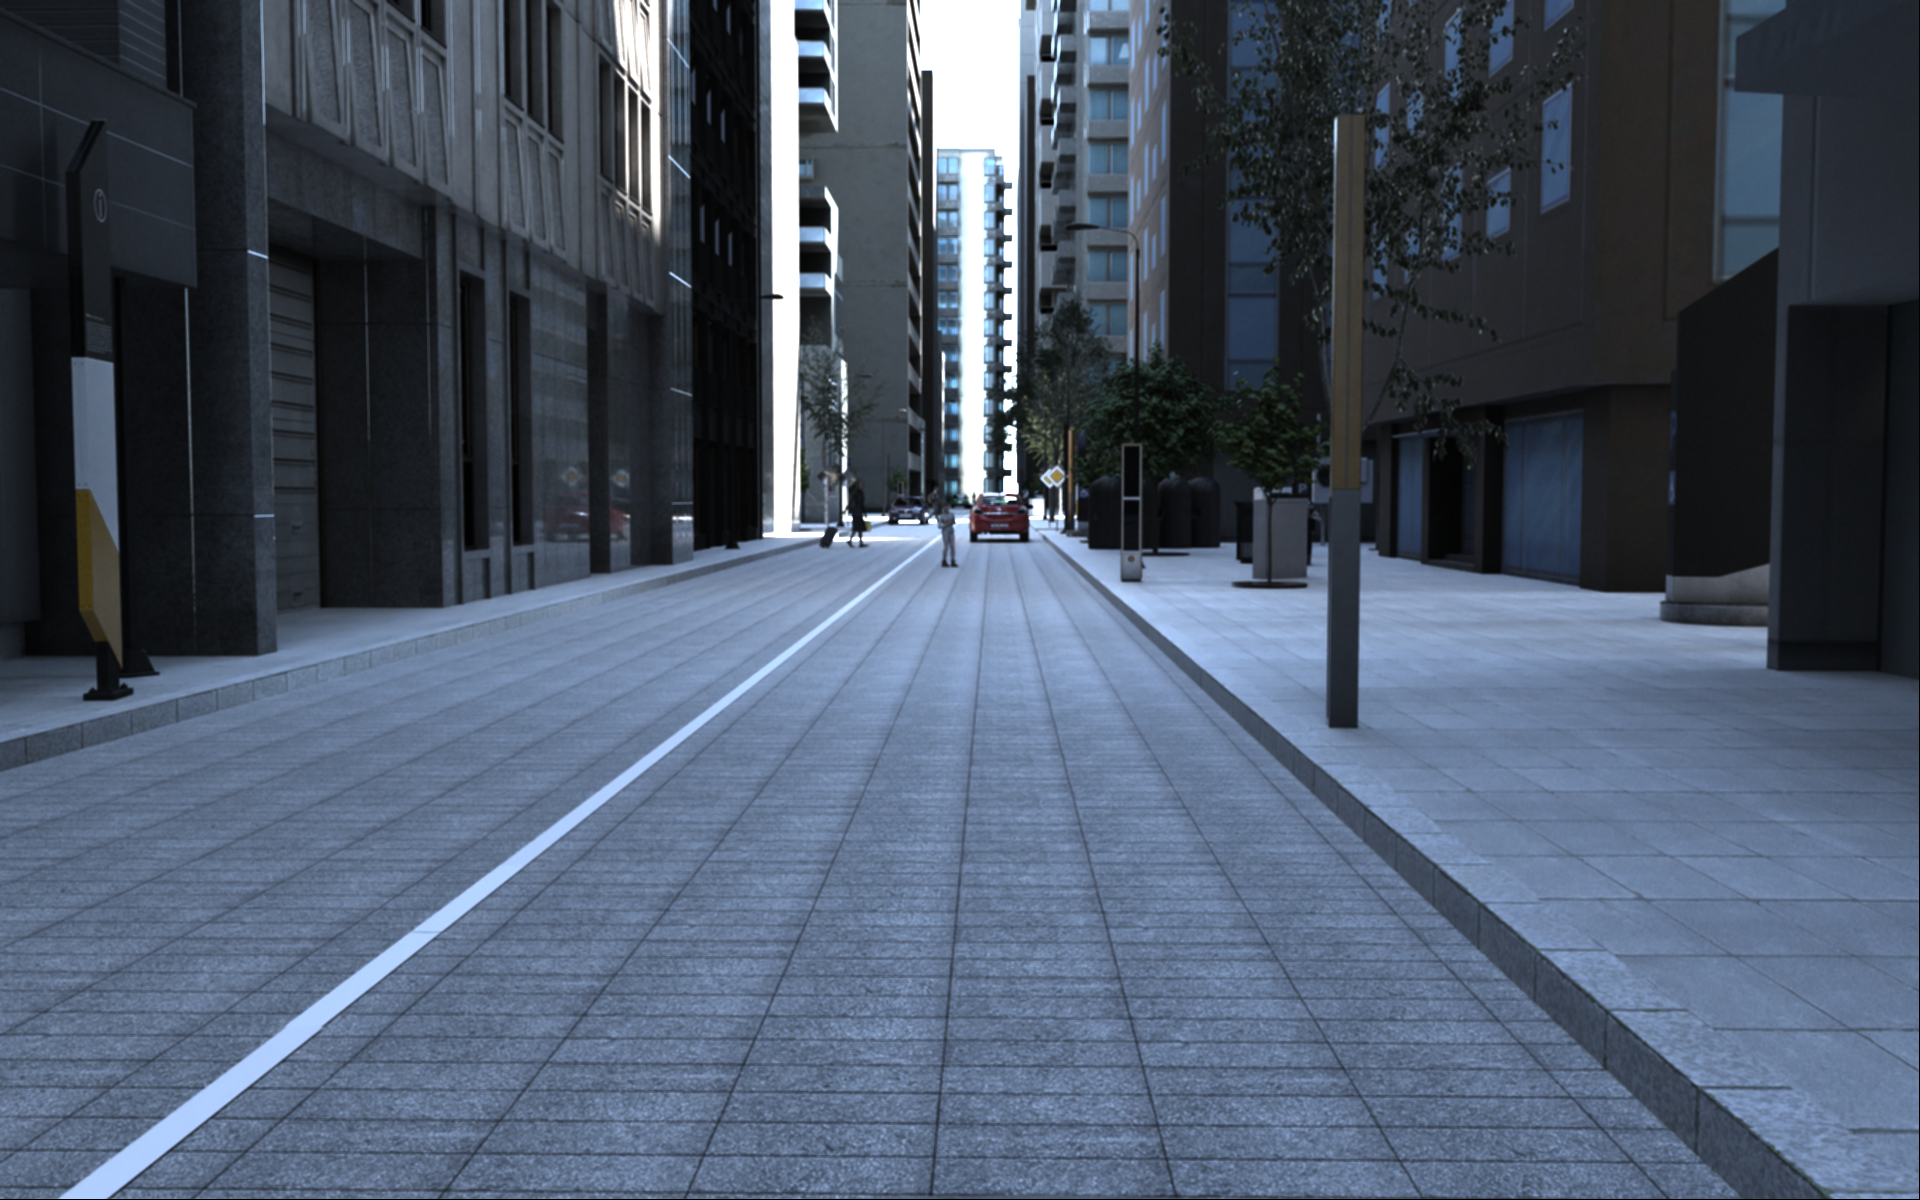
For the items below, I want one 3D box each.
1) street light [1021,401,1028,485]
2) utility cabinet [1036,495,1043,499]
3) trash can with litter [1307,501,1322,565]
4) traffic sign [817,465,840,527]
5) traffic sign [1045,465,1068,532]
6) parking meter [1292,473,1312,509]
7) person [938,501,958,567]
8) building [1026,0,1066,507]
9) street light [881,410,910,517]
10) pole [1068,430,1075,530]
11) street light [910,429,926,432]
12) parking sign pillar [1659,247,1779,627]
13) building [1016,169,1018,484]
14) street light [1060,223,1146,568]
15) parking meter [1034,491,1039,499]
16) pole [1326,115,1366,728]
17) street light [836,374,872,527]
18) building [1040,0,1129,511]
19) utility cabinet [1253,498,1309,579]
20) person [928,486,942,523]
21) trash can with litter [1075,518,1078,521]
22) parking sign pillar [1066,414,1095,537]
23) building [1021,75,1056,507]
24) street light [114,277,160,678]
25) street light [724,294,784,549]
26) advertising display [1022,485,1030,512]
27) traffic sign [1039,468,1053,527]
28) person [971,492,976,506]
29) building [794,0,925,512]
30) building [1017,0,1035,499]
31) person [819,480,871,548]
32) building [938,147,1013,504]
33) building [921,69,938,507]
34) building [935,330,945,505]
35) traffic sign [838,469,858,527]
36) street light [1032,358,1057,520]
[{"bbox_3d":[3.704,-6.946,86.104,1.470,5.913,1.316,0,4,1],"label":"street light"},{"bbox_3d":[5.124,-6.118,111.195,0.306,1.237,1.020,0,4,-6],"label":"utility cabinet"},{"bbox_3d":[5.899,-1.203,31.064,1.055,1.170,0.624,-1,4,-22],"label":"trash can with litter"},{"bbox_3d":[-4.523,-3.415,59.474,0.795,2.450,0.064,0,4,1],"label":"traffic sign"},{"bbox_3d":[3.319,-3.404,59.296,0.795,2.450,0.064,0,4,1],"label":"traffic sign"},{"bbox_3d":[7.013,-1.826,35.567,0.399,1.863,0.255,1,4,10],"label":"parking meter"},{"bbox_3d":[-0.214,-1.300,34.039,0.394,1.301,0.425,3,5,41],"label":"person"},{"bbox_3d":[20.641,-34.961,160.857,28.713,52.752,27.495,0,4,1],"label":"building"},{"bbox_3d":[-3.658,-7.524,95.564,1.470,5.913,1.316,0,4,1],"label":"street light"},{"bbox_3d":[3.539,-3.741,55.007,0.158,3.312,0.155,0,3,0],"label":"pole"},{"bbox_3d":[-3.089,-9.220,123.293,1.470,5.913,1.316,0,4,1],"label":"street light"},{"bbox_3d":[7.828,-1.765,17.336,1.447,3.967,1.447,1,4,12],"label":"parking sign pillar"},{"bbox_3d":[14.675,-35.584,231.914,14.200,45.320,14.600,0,4,1],"label":"building"},{"bbox_3d":[2.499,-3.502,29.804,1.470,5.913,1.316,0,4,1],"label":"street light"},{"bbox_3d":[5.917,-7.655,133.568,0.372,1.533,0.369,0,3,0],"label":"parking meter"},{"bbox_3d":[2.110,-0.956,9.472,0.158,3.312,0.155,0,3,0],"label":"pole"},{"bbox_3d":[-4.108,-5.799,67.355,1.470,5.913,1.316,0,4,1],"label":"street light"},{"bbox_3d":[18.044,-30.986,126.236,23.786,49.044,30.456,0,4,1],"label":"building"},{"bbox_3d":[4.883,-0.934,26.429,1.020,1.237,0.306,-3,5,-42],"label":"utility cabinet"},{"bbox_3d":[-1.287,-4.798,86.912,0.822,1.834,0.622,0,4,-2],"label":"person"},{"bbox_3d":[6.105,-4.406,83.089,1.678,1.210,2.233,-2,4,-31],"label":"trash can with litter"},{"bbox_3d":[3.929,-3.902,52.272,1.447,3.967,1.447,1,4,20],"label":"parking sign pillar"},{"bbox_3d":[13.816,-32.551,182.323,14.600,45.320,14.200,0,4,1],"label":"building"},{"bbox_3d":[-5.319,-2.416,12.045,1.470,5.913,1.316,0,4,1],"label":"street light"},{"bbox_3d":[-4.790,-4.148,40.364,1.470,5.913,1.316,0,4,1],"label":"street light"},{"bbox_3d":[4.562,-6.993,119.541,0.123,1.923,0.974,-2,4,-26],"label":"advertising display"},{"bbox_3d":[3.481,-3.892,67.279,0.795,2.450,0.064,0,4,1],"label":"traffic sign"},{"bbox_3d":[1.610,-12.084,206.904,0.721,1.723,1.217,2,4,28],"label":"person"},{"bbox_3d":[-14.126,-51.605,156.417,22.319,86.520,31.000,0,4,1],"label":"building"},{"bbox_3d":[17.285,-40.444,203.255,21.231,58.520,28.212,0,4,1],"label":"building"},{"bbox_3d":[-3.061,-2.310,46.479,1.509,1.804,0.699,-2,4,-26],"label":"person"},{"bbox_3d":[-8.002,-37.775,237.228,30.456,49.044,23.786,0,4,1],"label":"building"},{"bbox_3d":[-9.414,-32.418,180.142,14.600,45.320,14.200,0,4,1],"label":"building"},{"bbox_3d":[-16.607,-22.055,205.634,28.899,21.520,27.650,0,4,1],"label":"building"},{"bbox_3d":[-4.361,-3.903,67.458,0.795,2.450,0.064,0,4,1],"label":"traffic sign"},{"bbox_3d":[3.152,-5.303,59.249,1.470,5.913,1.316,0,4,1],"label":"street light"}]
